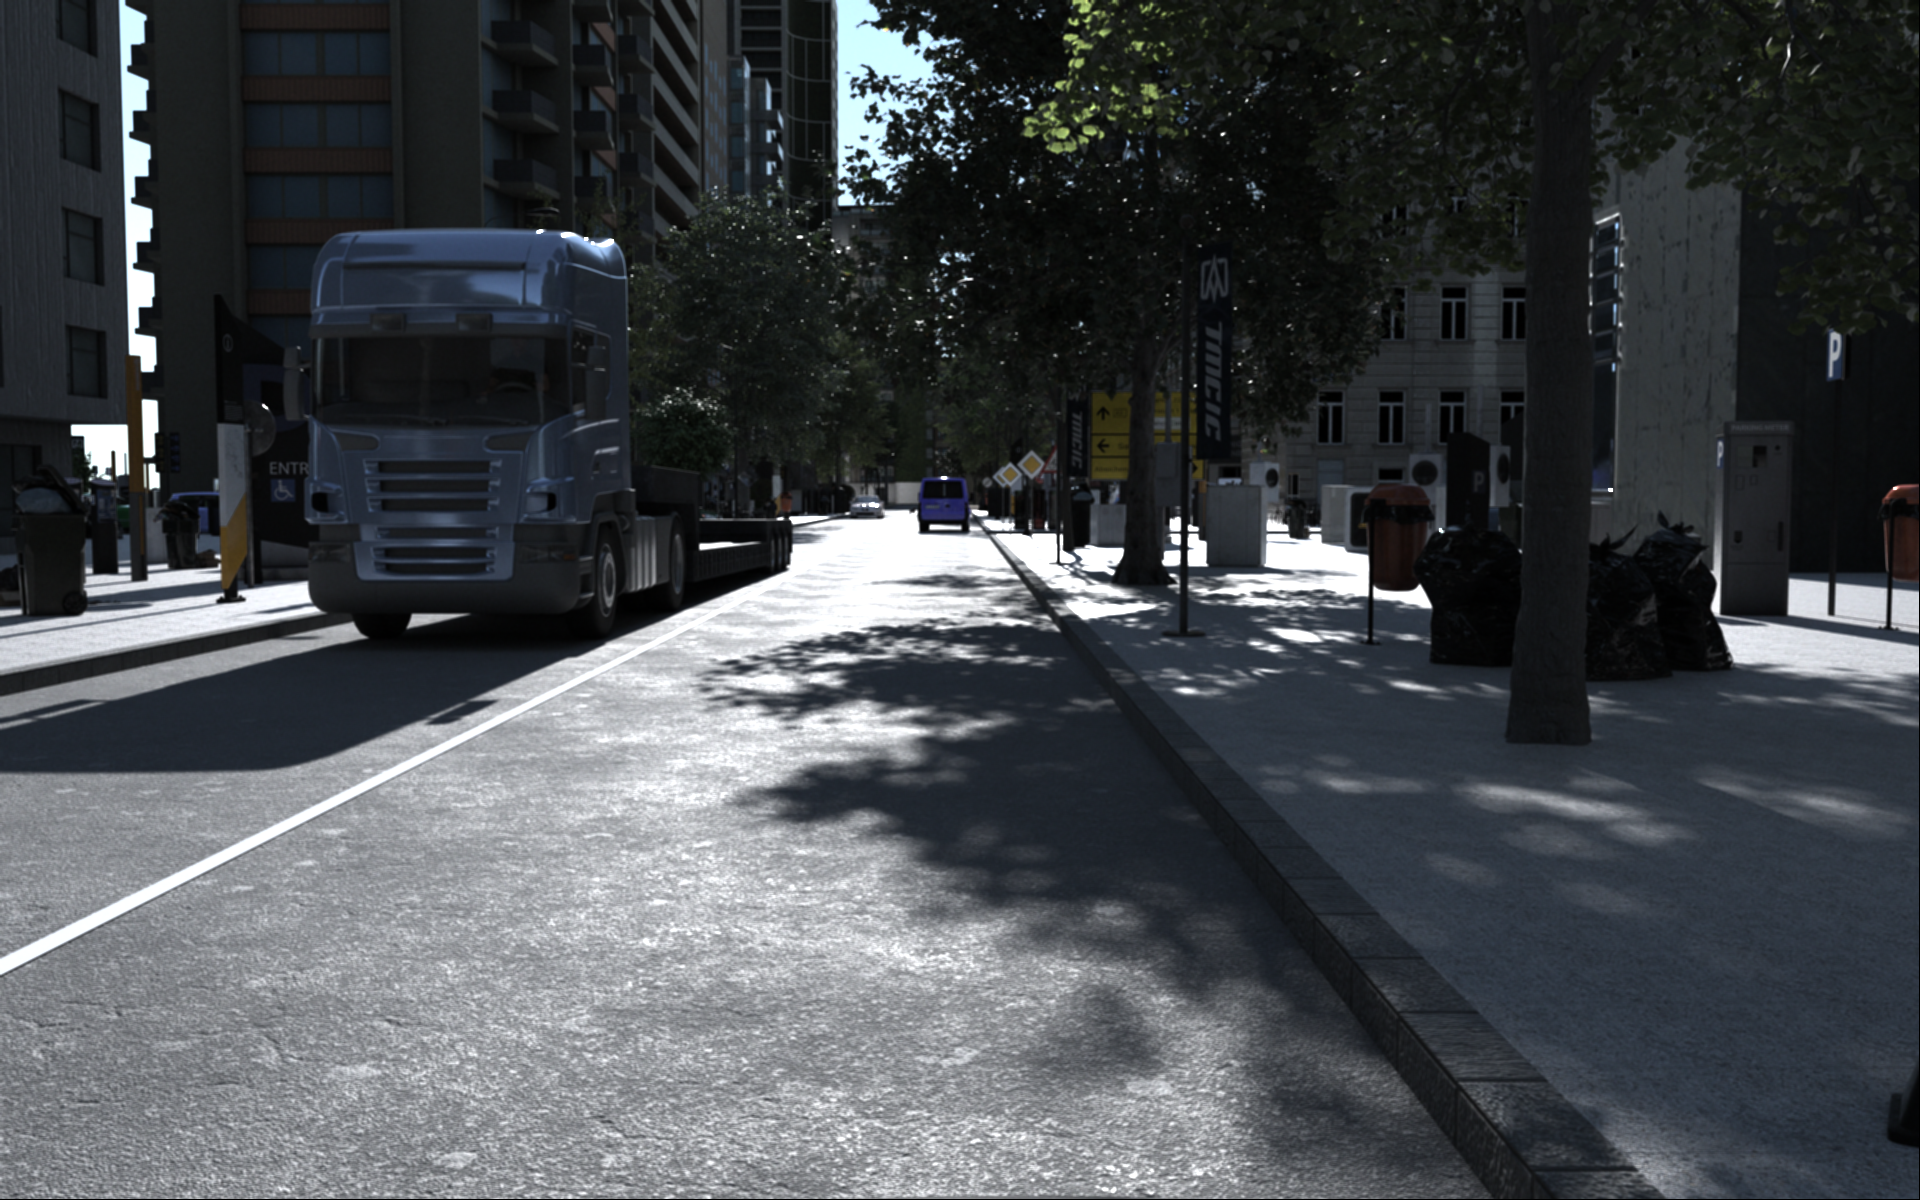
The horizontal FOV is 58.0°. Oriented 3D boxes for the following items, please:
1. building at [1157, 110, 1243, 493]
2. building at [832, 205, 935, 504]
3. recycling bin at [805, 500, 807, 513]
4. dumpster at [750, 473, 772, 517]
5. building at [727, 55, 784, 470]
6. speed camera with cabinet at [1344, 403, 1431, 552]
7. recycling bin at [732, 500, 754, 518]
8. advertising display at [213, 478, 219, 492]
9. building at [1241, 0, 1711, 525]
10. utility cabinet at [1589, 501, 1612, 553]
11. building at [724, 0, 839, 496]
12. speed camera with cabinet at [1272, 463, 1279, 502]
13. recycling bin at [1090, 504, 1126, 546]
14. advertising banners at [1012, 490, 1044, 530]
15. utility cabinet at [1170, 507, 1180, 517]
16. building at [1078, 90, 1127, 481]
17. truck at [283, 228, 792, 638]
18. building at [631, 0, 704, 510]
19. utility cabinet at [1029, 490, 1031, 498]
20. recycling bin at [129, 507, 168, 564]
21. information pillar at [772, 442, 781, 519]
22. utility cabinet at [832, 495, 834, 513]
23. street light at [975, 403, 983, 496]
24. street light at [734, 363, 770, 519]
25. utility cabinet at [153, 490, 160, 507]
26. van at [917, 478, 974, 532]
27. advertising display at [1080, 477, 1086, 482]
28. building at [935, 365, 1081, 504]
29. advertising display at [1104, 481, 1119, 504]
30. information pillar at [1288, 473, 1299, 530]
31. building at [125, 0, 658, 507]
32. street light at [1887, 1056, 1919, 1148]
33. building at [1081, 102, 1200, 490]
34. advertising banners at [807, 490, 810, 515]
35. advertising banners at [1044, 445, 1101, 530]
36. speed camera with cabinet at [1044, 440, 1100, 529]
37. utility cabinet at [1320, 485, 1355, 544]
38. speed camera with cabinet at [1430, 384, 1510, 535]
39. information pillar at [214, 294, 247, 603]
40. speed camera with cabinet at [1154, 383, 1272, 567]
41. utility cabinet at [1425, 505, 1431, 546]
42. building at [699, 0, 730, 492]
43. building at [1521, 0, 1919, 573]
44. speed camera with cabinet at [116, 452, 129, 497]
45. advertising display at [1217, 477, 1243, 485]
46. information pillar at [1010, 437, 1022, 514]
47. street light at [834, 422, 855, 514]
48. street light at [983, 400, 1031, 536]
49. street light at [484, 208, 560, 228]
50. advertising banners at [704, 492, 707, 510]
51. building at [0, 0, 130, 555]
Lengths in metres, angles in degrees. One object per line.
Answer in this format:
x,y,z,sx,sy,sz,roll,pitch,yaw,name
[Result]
21.588,-20.636,113.815,17.030,29.872,44.131,0,4,0,building
-10.366,-33.885,237.618,14.086,41.232,14.154,0,4,0,building
-11.088,-6.687,121.881,0.722,1.027,0.722,-3,4,-37,recycling bin
-9.066,-4.698,79.305,1.502,2.255,1.985,0,4,0,dumpster
-34.973,-34.856,189.512,30.456,49.044,23.786,0,4,0,building
9.524,-2.670,37.996,2.038,3.252,0.660,1,4,22,speed camera with cabinet
-9.036,-3.651,72.251,0.722,1.027,0.722,-2,4,-31,recycling bin
-30.047,-3.973,70.178,0.123,1.923,0.974,-3,4,-37,advertising display
25.646,-17.123,77.231,25.104,27.353,12.463,0,4,0,building
5.794,-0.312,16.271,0.306,1.237,1.020,3,5,40,utility cabinet
-27.723,-49.055,240.293,20.611,71.187,20.563,0,4,0,building
8.047,-3.294,48.186,2.038,3.252,0.660,-3,5,-42,speed camera with cabinet
3.657,-1.851,42.814,0.722,1.027,0.722,-1,4,-13,recycling bin
2.828,-4.052,62.437,2.074,3.025,0.090,2,4,27,advertising banners
11.851,-5.252,97.026,1.020,1.237,0.306,0,4,1,utility cabinet
23.669,-32.538,186.625,22.147,44.769,28.867,0,4,0,building
-4.594,-2.103,24.137,2.967,4.110,18.799,0,4,1,truck
-29.897,-30.255,118.378,21.300,48.544,21.600,0,4,0,building
4.144,-5.779,103.168,1.173,1.500,0.318,2,4,31,utility cabinet
-15.033,-1.213,32.391,0.722,1.027,0.722,3,5,45,recycling bin
-8.204,-5.255,77.274,0.183,3.616,0.504,2,4,34,information pillar
-8.517,-6.478,117.072,0.306,1.237,1.020,2,4,29,utility cabinet
1.348,-6.987,86.775,1.470,5.913,1.316,0,4,0,street light
-7.411,-5.436,61.421,1.470,5.913,1.316,0,4,0,street light
-45.374,-5.513,98.810,0.318,1.500,1.173,2,4,31,utility cabinet
-0.583,-3.855,67.409,2.240,2.365,5.245,0,4,1,van
4.773,-3.807,67.461,0.123,1.923,0.974,0,4,-2,advertising display
11.110,-24.450,244.796,28.899,21.520,27.650,0,4,0,building
4.196,-2.597,47.682,0.123,1.923,0.974,2,4,25,advertising display
11.896,-3.504,61.788,0.304,2.012,0.304,-1,4,-10,information pillar
-27.324,-26.343,85.328,22.147,44.769,28.867,0,4,0,building
1.484,-1.881,3.301,1.470,5.913,1.316,0,4,0,street light
23.339,-51.542,155.381,22.319,86.520,31.000,0,4,0,building
-9.528,-6.908,109.129,0.090,3.025,2.074,0,3,0,advertising banners
4.110,-4.004,61.655,2.074,3.025,0.090,0,4,-7,advertising banners
4.119,-4.246,63.750,2.038,3.252,0.660,1,4,9,speed camera with cabinet
9.704,-2.180,44.329,0.318,1.500,1.173,3,5,44,utility cabinet
9.100,-2.221,30.651,0.660,3.252,2.038,3,4,38,speed camera with cabinet
-8.647,-1.785,20.539,0.183,3.616,0.504,0,4,5,information pillar
4.420,-2.233,30.847,2.038,3.252,0.660,1,4,22,speed camera with cabinet
10.953,-1.810,40.754,1.020,1.237,0.306,3,5,43,utility cabinet
-26.979,-30.157,143.171,14.600,45.320,14.200,0,4,0,building
23.731,-43.298,20.591,22.319,86.520,31.000,0,4,0,building
-40.188,-5.406,82.724,0.660,3.252,2.038,-3,4,-38,speed camera with cabinet
10.219,-3.691,65.566,0.974,1.923,0.123,1,4,19,advertising display
2.293,-4.823,70.216,0.504,3.616,0.183,0,4,1,information pillar
-7.429,-8.506,111.606,1.470,5.913,1.316,0,4,0,street light
1.531,-4.936,53.242,1.470,5.913,1.316,0,4,0,street light
-7.203,-3.409,28.284,1.470,5.913,1.316,0,4,0,street light
-19.503,-8.424,133.919,2.074,3.025,0.090,-1,4,-15,advertising banners
-26.102,-16.123,35.320,14.107,30.474,14.160,0,4,0,building
